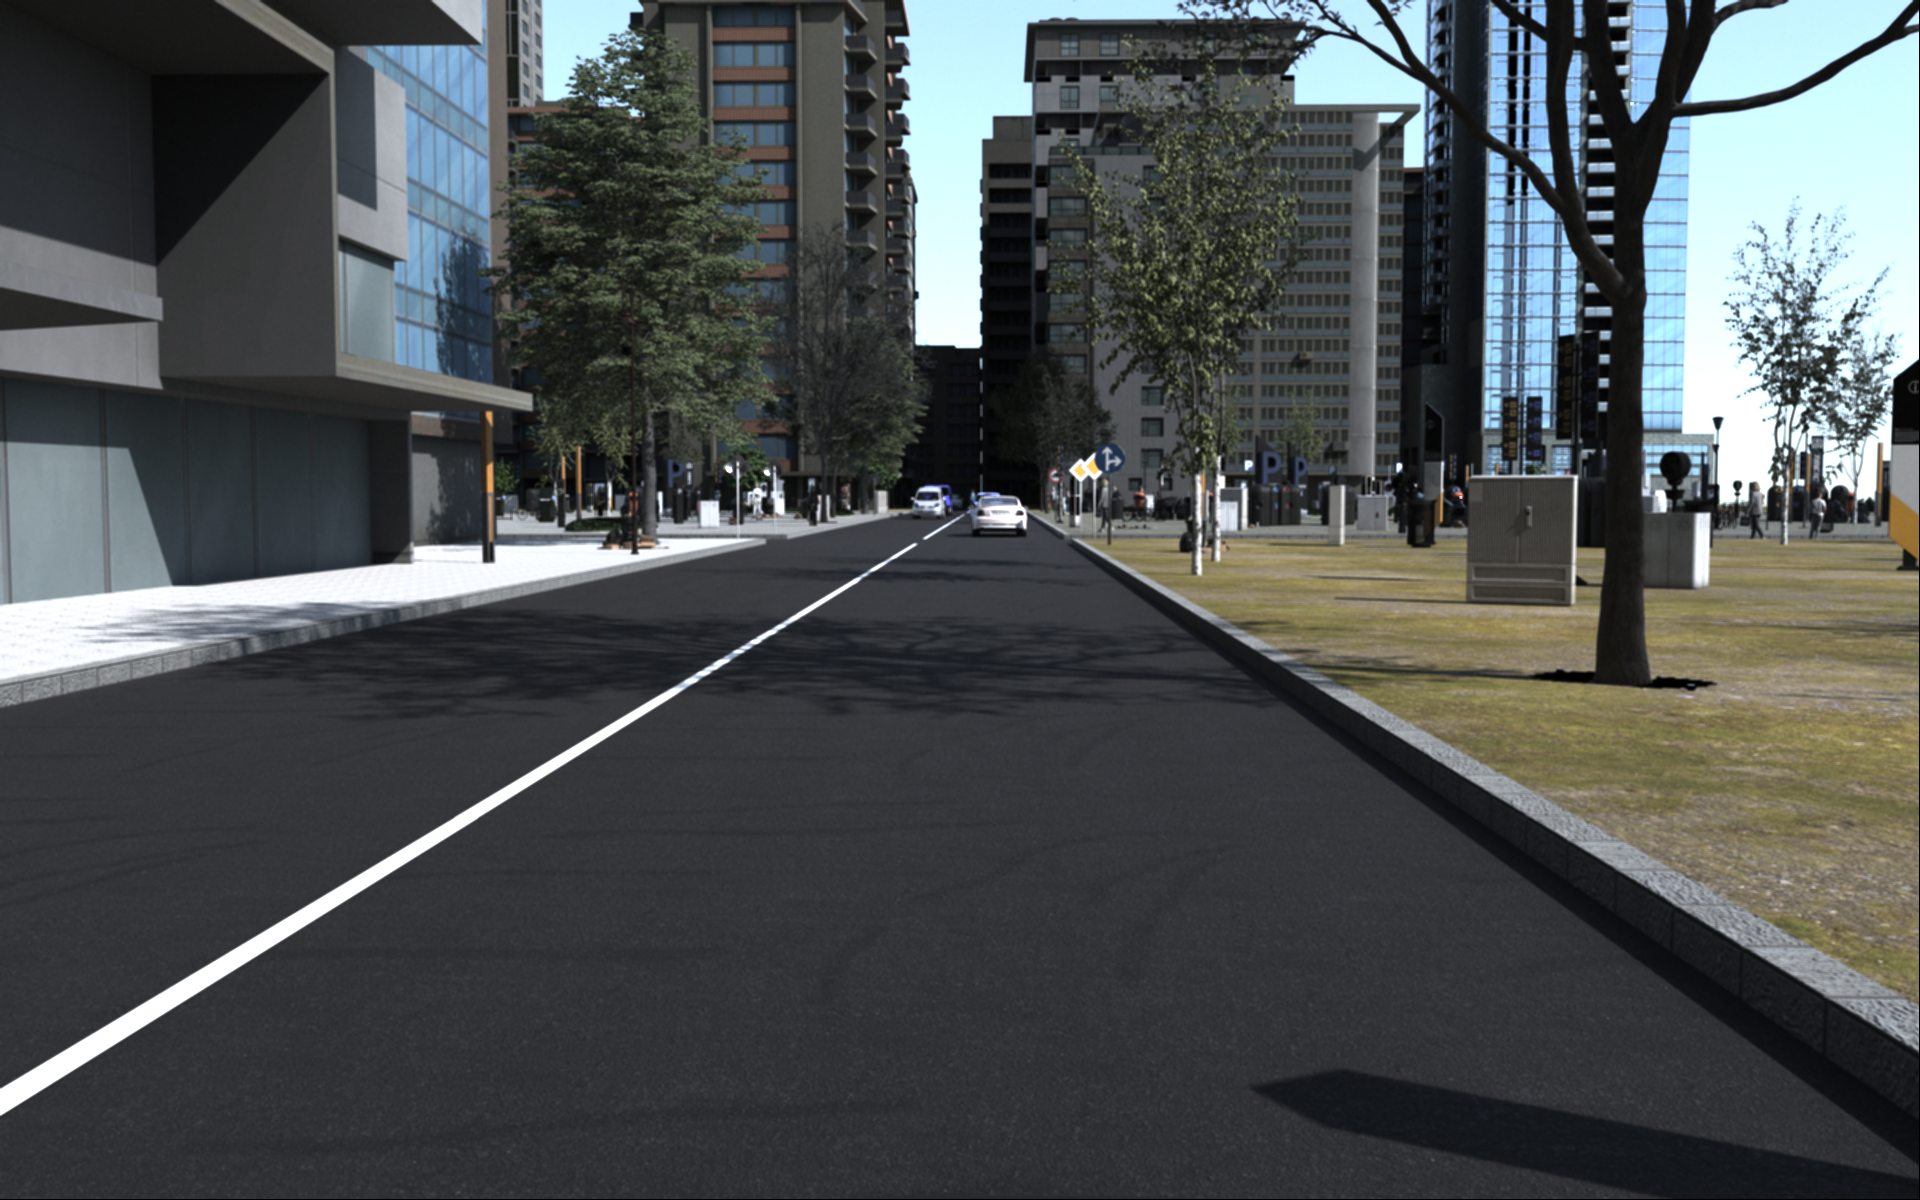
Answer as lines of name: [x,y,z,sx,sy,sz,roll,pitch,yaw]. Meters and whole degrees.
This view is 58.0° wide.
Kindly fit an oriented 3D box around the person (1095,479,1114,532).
person: [4.827,-3.163,57.948,0.728,1.800,0.709,2,4,34]

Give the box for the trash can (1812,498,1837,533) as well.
trash can: [28.727,-2.811,57.606,0.748,1.137,0.748,0,3,0]

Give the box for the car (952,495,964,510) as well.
car: [-0.690,-9.069,160.641,2.083,1.381,4.827,0,4,0]

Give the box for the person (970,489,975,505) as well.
person: [0.890,-6.703,118.362,0.793,1.790,0.793,-1,4,-23]

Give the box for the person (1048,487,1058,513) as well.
person: [6.309,-6.810,117.865,0.782,1.767,0.515,0,4,4]

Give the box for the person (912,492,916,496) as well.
person: [-5.847,-12.419,209.048,1.348,1.831,0.705,0,4,5]

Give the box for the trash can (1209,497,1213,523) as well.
trash can: [10.709,-3.703,72.196,0.748,1.137,0.748,0,3,0]

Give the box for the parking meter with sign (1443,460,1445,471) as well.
parking meter with sign: [24.704,-5.720,89.785,0.543,3.016,1.738,0,4,6]

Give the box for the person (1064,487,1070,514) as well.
person: [6.991,-6.509,113.052,0.643,1.750,0.593,-2,4,-32]

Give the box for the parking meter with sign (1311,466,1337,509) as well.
parking meter with sign: [22.352,-6.741,106.478,1.738,3.016,0.543,-3,4,-37]

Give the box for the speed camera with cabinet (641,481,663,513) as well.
speed camera with cabinet: [-20.453,-7.500,116.968,2.038,3.252,0.660,-1,4,-21]

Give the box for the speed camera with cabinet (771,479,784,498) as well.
speed camera with cabinet: [-11.312,-6.916,107.416,0.660,3.252,2.038,0,4,3]

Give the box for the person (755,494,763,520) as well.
person: [-9.875,-4.578,85.168,0.394,1.301,0.425,1,4,19]

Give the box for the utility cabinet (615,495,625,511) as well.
utility cabinet: [-25.418,-7.271,130.045,1.020,1.237,0.306,2,4,31]

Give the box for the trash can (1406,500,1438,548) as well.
trash can: [11.097,-1.835,41.649,0.748,1.137,0.748,0,3,0]

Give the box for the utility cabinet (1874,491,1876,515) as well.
utility cabinet: [55.730,-5.880,104.817,1.173,1.500,0.318,-3,5,-40]

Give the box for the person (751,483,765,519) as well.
person: [-10.431,-5.098,89.278,0.818,1.842,0.514,1,4,23]

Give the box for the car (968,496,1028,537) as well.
car: [1.330,-2.894,59.680,2.083,1.381,4.827,0,3,0]

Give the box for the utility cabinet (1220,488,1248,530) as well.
utility cabinet: [9.601,-3.208,61.126,0.318,1.500,1.173,-3,4,-38]

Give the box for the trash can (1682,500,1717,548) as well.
trash can: [16.861,-1.705,39.535,0.748,1.137,0.748,0,3,0]

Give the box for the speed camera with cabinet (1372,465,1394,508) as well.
speed camera with cabinet: [28.812,-7.637,119.206,2.038,3.252,0.660,1,4,12]

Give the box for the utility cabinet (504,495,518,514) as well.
utility cabinet: [-29.646,-6.292,114.043,1.020,1.237,0.306,0,4,0]

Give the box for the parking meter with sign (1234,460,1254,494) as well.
parking meter with sign: [14.601,-5.731,89.964,0.543,3.016,1.738,-1,4,-16]

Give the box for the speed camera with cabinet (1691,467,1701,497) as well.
speed camera with cabinet: [54.400,-8.088,126.569,2.038,3.252,0.660,-2,4,-26]

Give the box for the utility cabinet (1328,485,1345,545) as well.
utility cabinet: [9.367,-2.106,43.113,0.318,1.500,1.173,1,4,17]

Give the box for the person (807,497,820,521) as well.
person: [-6.865,-4.583,81.075,0.616,1.811,0.778,2,4,23]

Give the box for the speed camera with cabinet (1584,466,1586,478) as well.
speed camera with cabinet: [44.395,-7.842,122.549,0.660,3.252,2.038,1,4,19]

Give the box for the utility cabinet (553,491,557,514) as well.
utility cabinet: [-25.558,-6.063,107.814,1.173,1.500,0.318,3,4,39]

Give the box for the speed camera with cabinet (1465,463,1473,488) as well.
speed camera with cabinet: [33.724,-7.187,111.846,2.038,3.252,0.660,1,4,10]

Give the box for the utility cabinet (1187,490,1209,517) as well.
utility cabinet: [13.063,-5.293,95.216,1.173,1.500,0.318,2,4,27]

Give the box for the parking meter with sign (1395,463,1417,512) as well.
parking meter with sign: [25.068,-6.129,96.466,0.543,3.016,1.738,-3,4,-36]

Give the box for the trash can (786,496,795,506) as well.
trash can: [-12.551,-7.148,128.521,0.748,1.137,0.748,0,3,0]

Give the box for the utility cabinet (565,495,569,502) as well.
utility cabinet: [-28.472,-6.888,123.773,1.020,1.237,0.306,-2,4,-31]

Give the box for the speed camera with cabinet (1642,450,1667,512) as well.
speed camera with cabinet: [30.819,-5.085,77.476,2.038,3.252,0.660,-3,4,-37]

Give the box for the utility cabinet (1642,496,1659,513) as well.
utility cabinet: [28.492,-3.694,71.552,0.306,1.237,1.020,0,4,-4]

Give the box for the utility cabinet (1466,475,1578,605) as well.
utility cabinet: [6.506,-0.697,20.072,1.173,1.500,0.318,2,4,28]

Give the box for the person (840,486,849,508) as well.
person: [-7.715,-6.671,115.096,0.573,1.828,0.580,2,4,31]

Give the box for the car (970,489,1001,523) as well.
car: [1.420,-4.680,86.103,1.945,1.707,3.694,0,4,3]

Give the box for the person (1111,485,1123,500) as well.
person: [9.565,-6.166,106.633,0.755,1.850,0.659,-2,4,-34]

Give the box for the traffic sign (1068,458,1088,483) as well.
traffic sign: [3.933,-3.304,56.210,0.795,2.593,0.064,0,4,1]

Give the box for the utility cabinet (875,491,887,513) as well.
utility cabinet: [-5.211,-6.442,114.003,0.318,1.500,1.173,2,4,27]

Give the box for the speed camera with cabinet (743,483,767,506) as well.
speed camera with cabinet: [-15.308,-8.259,129.371,0.660,3.252,2.038,2,4,35]

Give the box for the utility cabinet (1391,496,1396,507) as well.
utility cabinet: [31.558,-7.023,125.994,0.306,1.237,1.020,0,4,2]

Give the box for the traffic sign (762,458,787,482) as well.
traffic sign: [-6.058,-3.319,56.448,0.795,2.593,0.064,0,4,1]

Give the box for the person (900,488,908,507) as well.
person: [-5.333,-9.844,167.000,0.705,1.823,1.348,-2,4,-32]

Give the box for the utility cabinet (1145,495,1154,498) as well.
utility cabinet: [13.331,-6.794,122.238,1.020,1.237,0.306,-2,4,-34]

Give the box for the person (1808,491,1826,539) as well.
person: [25.986,-2.538,52.596,0.503,1.515,0.523,0,4,4]

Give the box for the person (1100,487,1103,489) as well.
person: [11.039,-7.934,135.402,1.348,1.869,0.705,1,4,12]

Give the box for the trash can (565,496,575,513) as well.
trash can: [-26.456,-6.468,117.403,0.748,1.137,0.748,0,3,0]

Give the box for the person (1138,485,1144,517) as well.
person: [9.869,-5.423,94.887,0.511,1.800,0.466,3,4,36]

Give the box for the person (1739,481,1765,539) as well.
person: [22.848,-2.515,49.810,0.709,1.800,0.728,-2,4,-32]

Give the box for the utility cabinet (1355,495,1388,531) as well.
utility cabinet: [14.489,-3.038,60.838,1.020,1.237,0.306,1,4,19]

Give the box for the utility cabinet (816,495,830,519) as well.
utility cabinet: [-7.376,-4.883,91.001,1.020,1.237,0.306,-2,4,-27]
